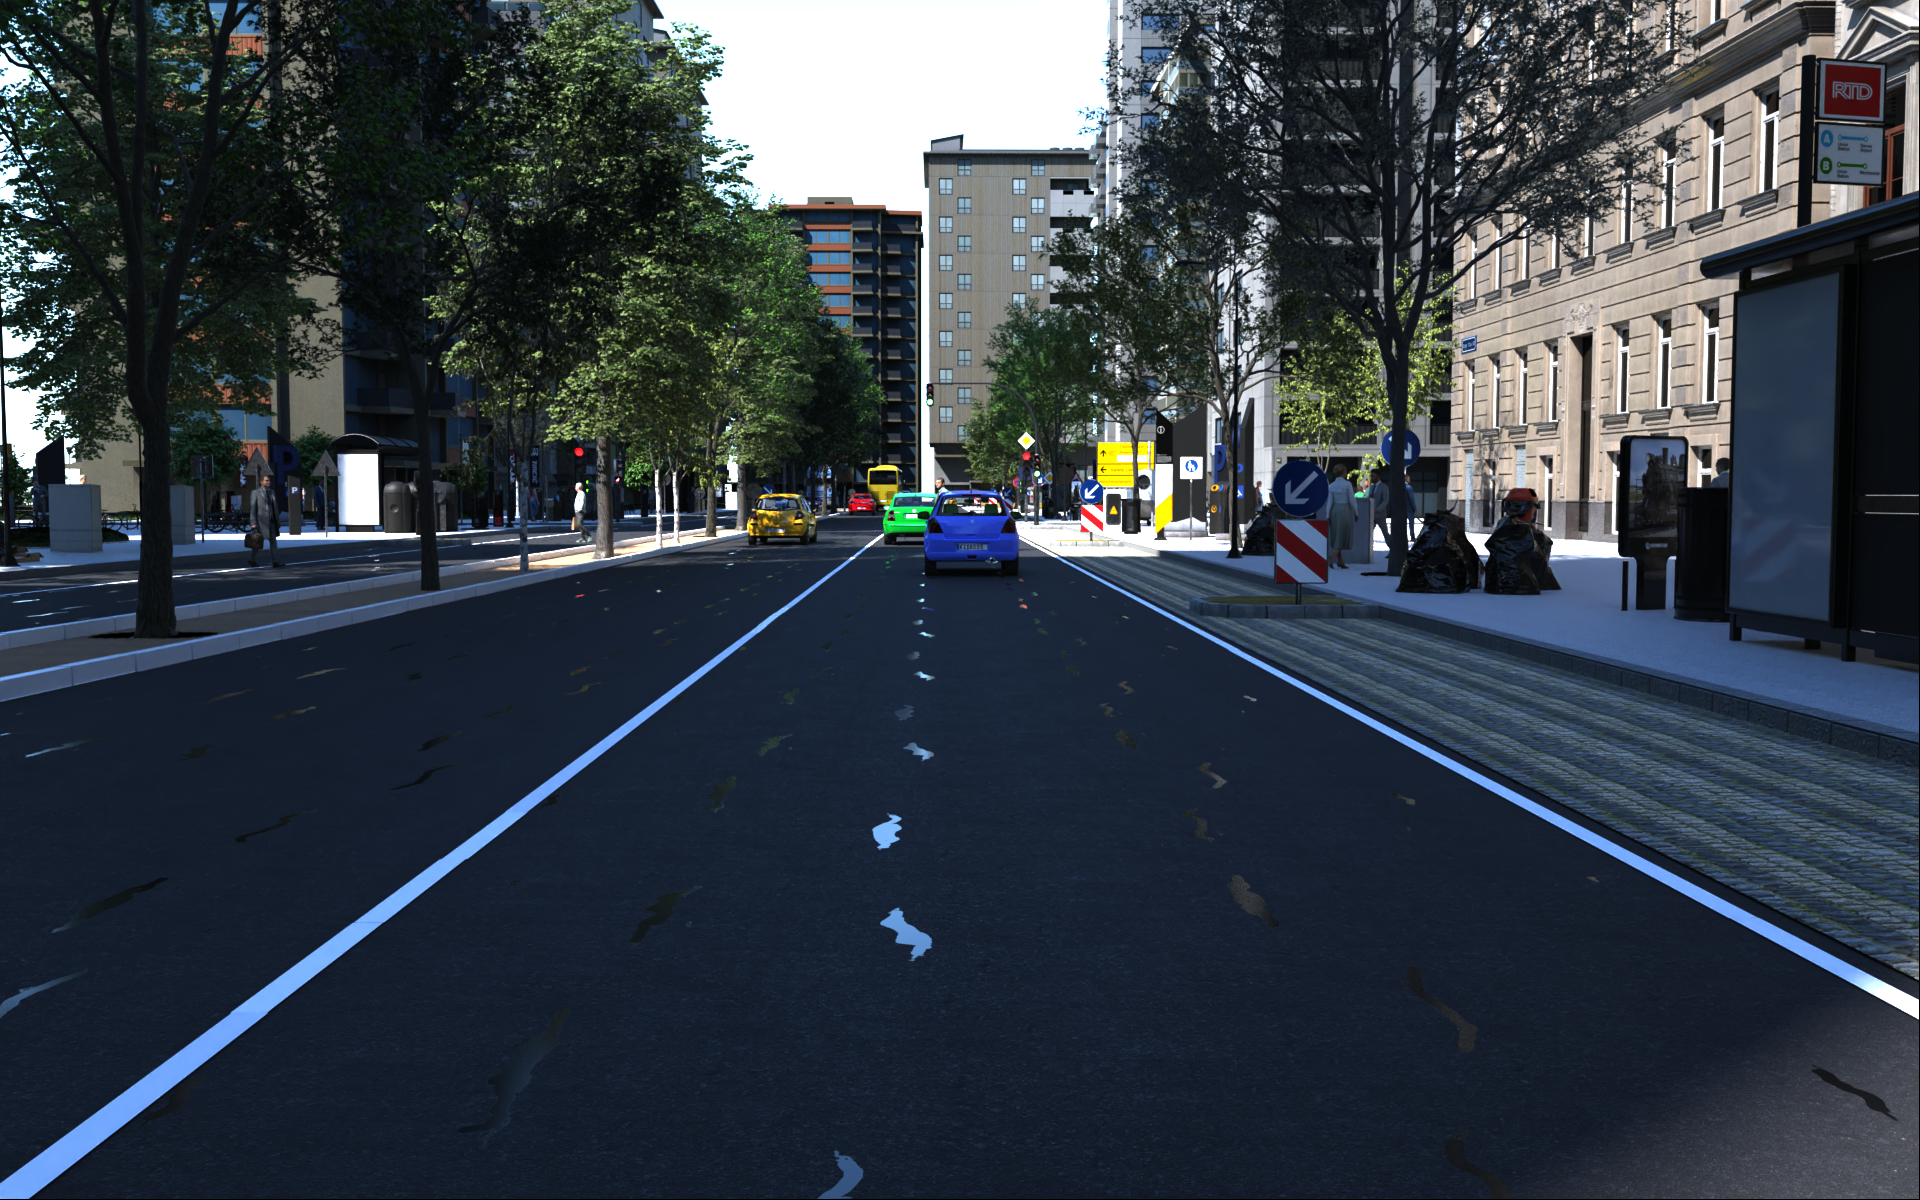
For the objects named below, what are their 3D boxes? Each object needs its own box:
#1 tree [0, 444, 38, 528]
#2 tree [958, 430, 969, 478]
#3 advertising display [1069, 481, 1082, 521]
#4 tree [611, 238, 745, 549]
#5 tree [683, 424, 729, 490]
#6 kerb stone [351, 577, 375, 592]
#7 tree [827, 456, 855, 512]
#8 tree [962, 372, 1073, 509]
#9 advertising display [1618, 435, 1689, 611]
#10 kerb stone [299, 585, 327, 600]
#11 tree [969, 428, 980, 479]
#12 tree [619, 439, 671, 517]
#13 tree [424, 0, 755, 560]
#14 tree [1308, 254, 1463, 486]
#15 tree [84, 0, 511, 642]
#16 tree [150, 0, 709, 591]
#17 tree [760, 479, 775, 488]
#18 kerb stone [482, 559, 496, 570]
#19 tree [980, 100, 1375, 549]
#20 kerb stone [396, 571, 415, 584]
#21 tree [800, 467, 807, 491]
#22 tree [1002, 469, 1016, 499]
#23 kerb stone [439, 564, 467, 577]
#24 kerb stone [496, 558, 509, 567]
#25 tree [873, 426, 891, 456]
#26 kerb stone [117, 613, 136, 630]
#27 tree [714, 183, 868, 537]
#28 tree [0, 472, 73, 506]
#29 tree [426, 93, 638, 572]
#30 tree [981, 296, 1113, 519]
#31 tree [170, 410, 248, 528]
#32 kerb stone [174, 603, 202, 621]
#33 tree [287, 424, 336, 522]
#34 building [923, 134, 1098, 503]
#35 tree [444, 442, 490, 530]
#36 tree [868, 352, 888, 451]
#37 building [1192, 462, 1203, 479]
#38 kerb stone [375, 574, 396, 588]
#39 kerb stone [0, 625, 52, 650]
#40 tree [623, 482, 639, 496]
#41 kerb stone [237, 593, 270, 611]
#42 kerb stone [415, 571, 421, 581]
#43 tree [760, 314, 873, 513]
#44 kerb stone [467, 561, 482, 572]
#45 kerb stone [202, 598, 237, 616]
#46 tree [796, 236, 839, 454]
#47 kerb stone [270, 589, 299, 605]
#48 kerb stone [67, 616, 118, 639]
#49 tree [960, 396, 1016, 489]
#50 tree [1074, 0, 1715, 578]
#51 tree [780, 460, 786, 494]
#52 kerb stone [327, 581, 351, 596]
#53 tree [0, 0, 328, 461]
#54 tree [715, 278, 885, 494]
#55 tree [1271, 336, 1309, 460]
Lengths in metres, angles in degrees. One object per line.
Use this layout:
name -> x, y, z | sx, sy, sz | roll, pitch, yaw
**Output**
tree -> -36.392, -4.409, 66.694 | 1.663, 3.219, 1.824 | 0, 3, 0
tree -> 5.040, -12.378, 136.792 | 7.601, 10.594, 8.767 | 1, 4, 22
advertising display -> 5.513, -4.737, 82.661 | 0.123, 1.923, 0.974 | 2, 4, 35
tree -> -8.155, -5.923, 49.661 | 4.737, 8.622, 4.395 | 0, 3, 0
tree -> -19.507, -11.335, 135.690 | 4.360, 8.622, 3.978 | 0, 3, 0
kerb stone -> -8.940, -0.212, 25.686 | 0.120, 0.150, 1.000 | 0, 4, -1
tree -> -9.073, -11.190, 135.768 | 4.360, 8.622, 3.978 | 0, 3, 0
tree -> 4.961, -14.080, 147.224 | 9.611, 12.733, 9.660 | 0, 3, 0
advertising display -> 7.681, -0.856, 19.201 | 0.974, 1.923, 0.123 | -2, 4, -29
kerb stone -> -8.918, -0.087, 23.637 | 0.120, 0.150, 1.000 | 0, 4, -1
tree -> 5.571, -7.510, 57.206 | 7.601, 10.594, 8.767 | -1, 4, -22
tree -> -18.082, -7.065, 99.231 | 4.285, 4.588, 4.351 | 0, 3, 0
tree -> -7.880, -7.175, 37.903 | 7.486, 12.596, 7.792 | 0, 3, 0
tree -> 13.373, -6.250, 52.557 | 4.737, 8.622, 4.395 | 0, 3, 0
tree -> -7.907, -5.418, 16.790 | 9.928, 11.665, 9.643 | 0, 3, 0
tree -> -7.819, -5.431, 25.672 | 8.767, 10.594, 7.601 | 0, 4, -1
tree -> -19.677, -11.114, 176.322 | 1.663, 3.219, 1.824 | 0, 3, 0
kerb stone -> -9.044, -0.652, 32.854 | 0.120, 0.150, 1.000 | 0, 4, -1
tree -> 6.329, -6.507, 40.797 | 8.767, 10.594, 7.601 | -3, 4, -38
kerb stone -> -8.977, -0.339, 27.735 | 0.120, 0.150, 1.000 | 0, 4, -1
tree -> -19.633, -17.046, 229.063 | 4.360, 8.622, 3.978 | 0, 3, 0
tree -> 4.200, -12.778, 159.280 | 4.737, 8.622, 4.395 | 0, 3, 0
kerb stone -> -9.016, -0.527, 30.805 | 0.120, 0.150, 1.000 | 0, 4, -1
kerb stone -> -9.050, -0.714, 33.876 | 0.120, 0.150, 1.000 | 0, 4, -1
tree -> -9.299, -11.790, 129.635 | 8.767, 10.594, 7.601 | 0, 4, -1
kerb stone -> -8.847, 0.225, 18.510 | 0.120, 0.150, 1.000 | 0, 4, -1
tree -> -8.157, -7.879, 57.033 | 9.928, 11.665, 9.643 | 0, 3, 0
tree -> -73.250, -13.666, 125.255 | 13.155, 14.587, 18.604 | 0, 4, -4
tree -> -8.023, -4.831, 31.799 | 4.360, 8.622, 3.978 | 0, 3, 0
tree -> 4.952, -10.085, 90.647 | 9.928, 11.665, 9.643 | 0, 3, 0
tree -> -29.094, -5.059, 66.431 | 4.285, 4.588, 4.351 | 0, 3, 0
kerb stone -> -8.862, 0.162, 19.544 | 0.120, 0.150, 1.000 | 0, 4, -1
tree -> -30.145, -5.956, 81.093 | 4.285, 4.588, 4.351 | 0, 3, 0
building -> 8.307, -41.132, 261.739 | 27.495, 52.752, 28.713 | 0, 4, -1
tree -> -17.526, -4.161, 62.627 | 1.663, 3.219, 1.824 | 0, 3, 0
tree -> -8.433, -10.489, 99.709 | 9.928, 11.665, 9.643 | 0, 3, 0
building -> 36.684, -41.146, 261.969 | 27.495, 52.752, 28.713 | 0, 4, -1
kerb stone -> -8.955, -0.276, 26.713 | 0.120, 0.150, 1.000 | 0, 4, -1
kerb stone -> -8.823, 0.351, 16.457 | 0.120, 0.150, 1.000 | 0, 4, -1
tree -> -28.340, -9.528, 150.381 | 1.663, 3.219, 1.824 | 0, 3, 0
kerb stone -> -8.888, 0.038, 21.588 | 0.120, 0.150, 1.000 | 0, 4, -1
kerb stone -> -8.987, -0.400, 28.761 | 0.120, 0.150, 1.000 | 0, 4, -1
tree -> -8.763, -8.827, 81.194 | 8.767, 10.594, 7.601 | 0, 4, -1
kerb stone -> -9.021, -0.584, 31.828 | 0.120, 0.150, 1.000 | 0, 4, -1
kerb stone -> -8.876, 0.100, 20.566 | 0.120, 0.150, 1.000 | 0, 4, -1
tree -> -8.613, -8.980, 67.404 | 7.486, 12.596, 7.792 | 0, 3, 0
kerb stone -> -8.904, -0.022, 22.614 | 0.120, 0.150, 1.000 | 0, 4, -1
kerb stone -> -8.829, 0.288, 17.483 | 0.120, 0.150, 1.000 | 0, 4, -1
tree -> 3.889, -17.255, 200.247 | 7.486, 12.596, 7.792 | 0, 3, 0
tree -> 6.810, -7.125, 26.860 | 12.009, 13.543, 11.850 | 0, 3, 0
tree -> -20.279, -20.558, 192.013 | 12.611, 20.169, 13.585 | 0, 3, 0
kerb stone -> -8.932, -0.149, 24.659 | 0.120, 0.150, 1.000 | 0, 4, -1
tree -> -17.695, -7.367, 38.576 | 7.486, 12.596, 7.792 | 0, 3, 0
tree -> -8.753, -10.419, 89.820 | 9.611, 12.733, 9.660 | 0, 3, 0
tree -> 13.399, -6.943, 63.881 | 4.737, 8.622, 4.395 | 0, 3, 0
